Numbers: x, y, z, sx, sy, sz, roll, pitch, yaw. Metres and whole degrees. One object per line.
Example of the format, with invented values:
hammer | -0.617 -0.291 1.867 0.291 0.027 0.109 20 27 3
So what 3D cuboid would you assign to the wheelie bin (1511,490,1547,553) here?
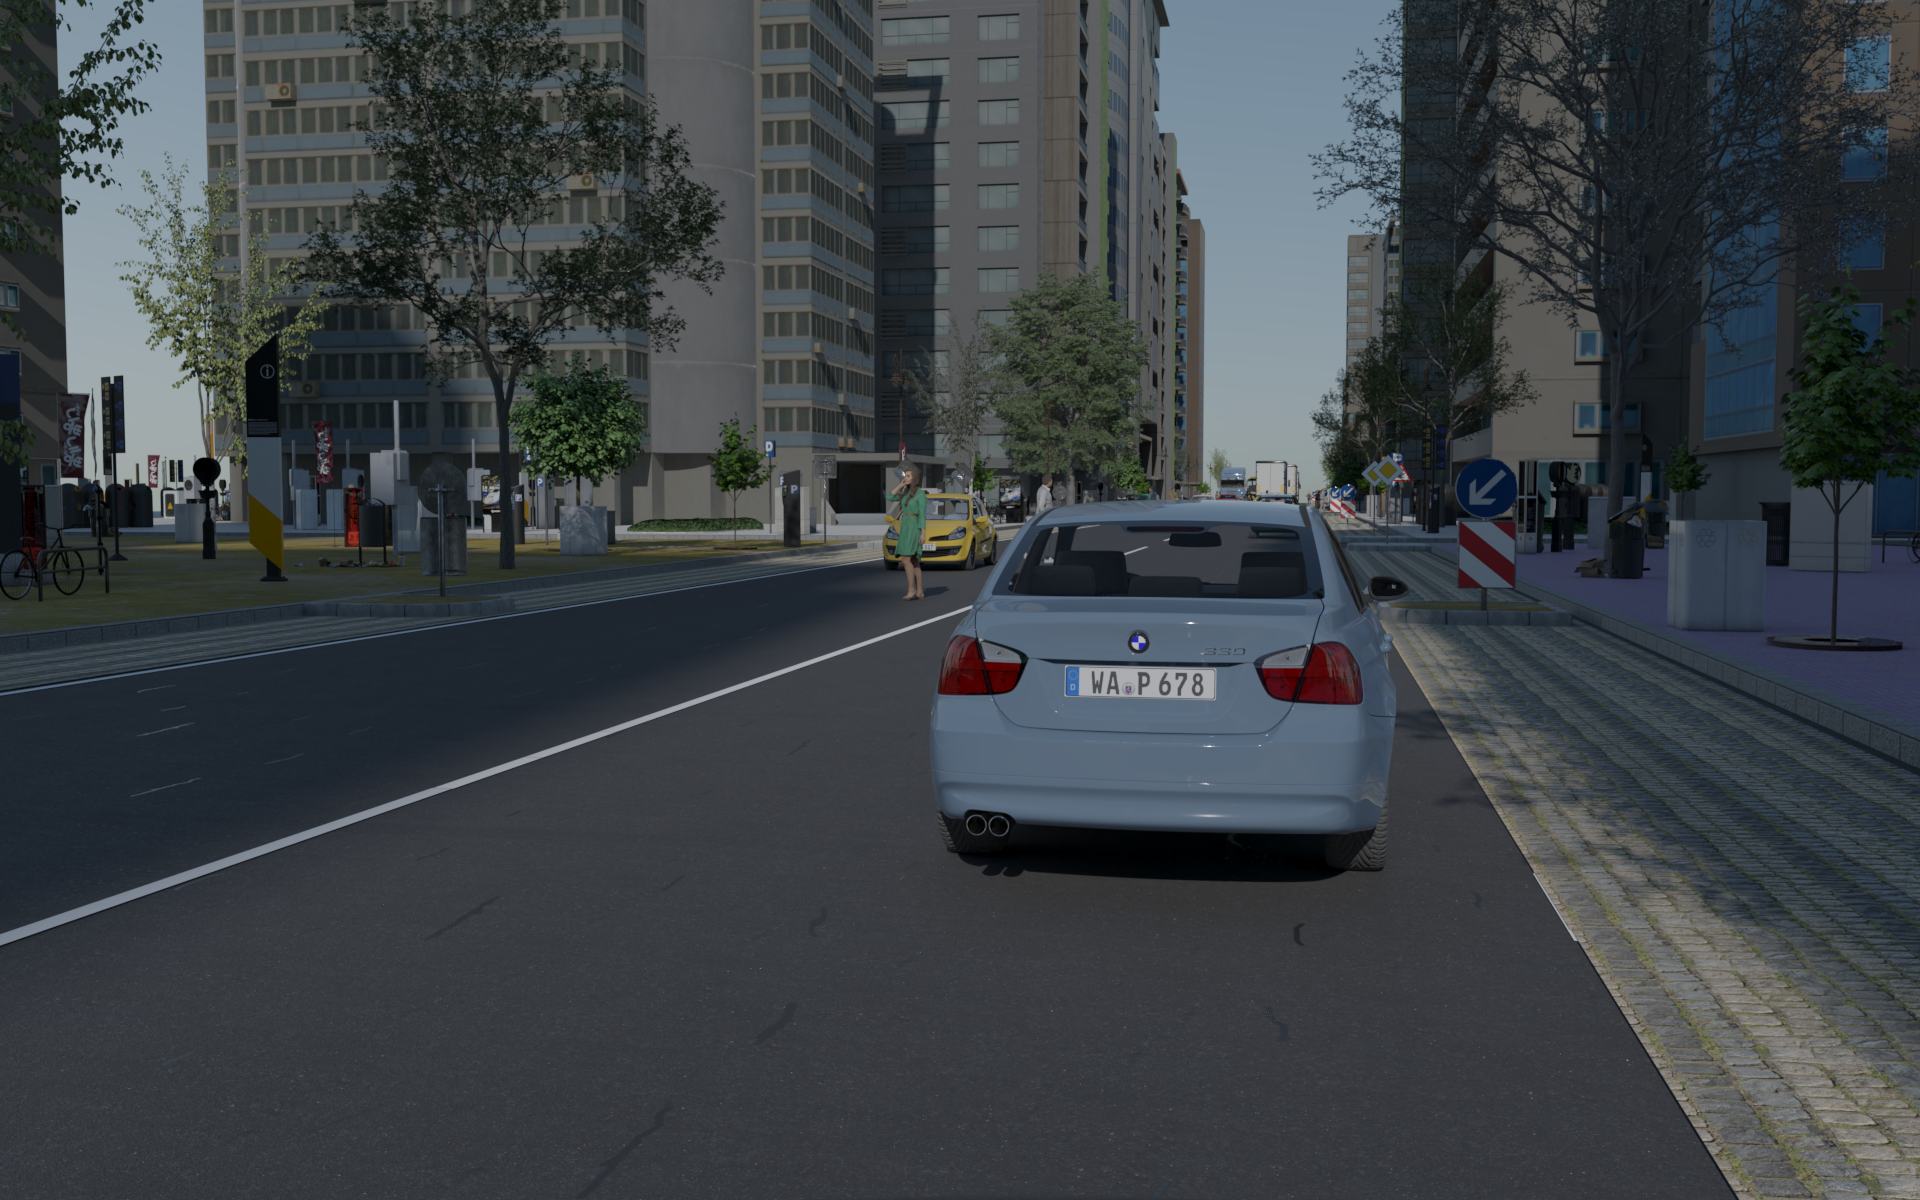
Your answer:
wheelie bin | 12.445 -1.837 37.945 0.693 1.594 0.980 0 4 7

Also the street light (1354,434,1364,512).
street light | 28.814 -9.292 124.716 0.468 5.910 1.993 1 4 11

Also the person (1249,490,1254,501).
person | 26.030 -8.954 154.902 0.705 1.822 1.348 1 4 21

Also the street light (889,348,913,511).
street light | -1.871 -5.031 55.039 0.468 5.910 1.993 1 4 11

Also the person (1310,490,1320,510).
person | 26.443 -7.311 128.554 1.217 1.766 0.721 -2 4 -30

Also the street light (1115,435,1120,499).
street light | 10.785 -8.961 119.303 0.468 5.910 1.993 1 4 11

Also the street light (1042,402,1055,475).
street light | 4.454 -7.010 87.406 0.468 5.910 1.993 1 4 11

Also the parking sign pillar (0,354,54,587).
parking sign pillar | -13.632 -2.198 24.404 1.447 3.967 1.447 -3 5 -40

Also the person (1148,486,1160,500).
person | 9.656 -4.832 87.493 0.794 1.824 0.713 -2 4 -27

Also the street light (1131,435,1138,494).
street light | 13.210 -9.705 131.460 0.468 5.910 1.993 1 4 11

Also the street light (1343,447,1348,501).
street light | 37.122 -11.873 166.919 0.468 5.910 1.993 1 4 11

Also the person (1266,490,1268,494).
person | 23.592 -7.558 132.788 1.217 1.736 0.721 3 5 44

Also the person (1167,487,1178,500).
person | 12.491 -5.679 101.268 0.656 1.842 0.836 -1 4 -22

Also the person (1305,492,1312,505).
person | 44.363 -12.947 220.712 0.750 1.759 0.617 -3 4 -36

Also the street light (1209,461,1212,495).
street light | 35.221 -16.567 243.658 0.468 5.910 1.993 1 4 11

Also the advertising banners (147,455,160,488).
advertising banners | -36.491 -4.924 76.698 2.074 3.025 0.090 -3 4 -38

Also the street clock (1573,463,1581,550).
street clock | 14.020 -2.158 39.854 0.471 2.002 0.358 -2 4 -24

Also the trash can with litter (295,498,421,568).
trash can with litter | -10.720 -1.206 30.776 2.233 1.210 1.678 1 4 16

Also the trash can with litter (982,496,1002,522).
trash can with litter | 1.086 -4.231 80.231 1.678 1.210 2.233 -2 4 -34

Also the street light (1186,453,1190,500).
street light | 25.756 -13.610 195.314 0.468 5.910 1.993 1 4 11

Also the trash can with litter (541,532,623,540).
trash can with litter | -10.471 -2.286 48.427 2.233 1.210 1.678 2 4 28

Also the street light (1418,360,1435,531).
street light | 16.100 -5.329 59.914 0.468 5.910 1.993 1 4 11

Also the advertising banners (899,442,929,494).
advertising banners | -1.542 -3.747 57.453 0.090 3.025 2.074 -2 4 -29

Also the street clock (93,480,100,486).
street clock | -47.058 -5.487 94.280 0.358 2.002 0.471 -2 4 -28

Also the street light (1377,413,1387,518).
street light | 22.542 -7.331 92.650 0.468 5.910 1.993 1 4 11

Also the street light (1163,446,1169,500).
street light | 19.412 -11.659 163.419 0.468 5.910 1.993 1 4 11

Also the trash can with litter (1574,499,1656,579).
trash can with litter | 9.932 -0.920 26.430 1.055 1.170 0.624 3 5 39

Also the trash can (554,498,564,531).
trash can | -13.906 -3.018 60.995 0.748 1.137 0.748 0 3 0

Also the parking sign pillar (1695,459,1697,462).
parking sign pillar | 29.874 -4.916 68.848 1.447 3.967 1.447 1 4 18

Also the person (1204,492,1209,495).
person | 28.583 -11.711 200.782 0.742 1.727 0.445 2 4 27

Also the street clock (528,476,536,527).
street clock | -16.821 -3.893 68.227 0.471 2.002 0.358 -2 4 -28

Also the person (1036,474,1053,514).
person | 1.671 -1.696 36.068 0.795 1.843 0.661 0 4 3

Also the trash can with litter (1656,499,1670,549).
trash can with litter | 16.462 -1.803 40.860 0.624 1.170 1.055 1 4 17

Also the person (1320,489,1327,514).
person | 26.095 -7.070 124.289 0.583 1.804 0.606 1 4 19

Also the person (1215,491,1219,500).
person | 32.786 -12.978 220.693 0.705 1.824 1.348 -1 4 -16

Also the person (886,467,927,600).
person | -0.632 -0.896 23.395 0.600 1.795 0.529 3 5 39

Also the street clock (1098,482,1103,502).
street clock | 8.644 -6.240 106.595 0.358 2.002 0.471 1 4 22

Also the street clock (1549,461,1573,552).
street clock | 13.174 -2.057 38.196 0.358 2.002 0.471 3 5 43

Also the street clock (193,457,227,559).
street clock | -14.800 -1.805 34.083 0.471 2.002 0.358 0 4 -2

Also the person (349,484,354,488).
person | -18.470 -2.689 53.130 0.598 1.740 0.731 0 4 -3

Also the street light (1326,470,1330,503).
street light | 59.689 -18.895 281.720 0.468 5.910 1.993 1 4 11

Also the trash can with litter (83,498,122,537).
trash can with litter | -25.607 -2.470 51.773 0.624 1.170 1.055 1 4 11

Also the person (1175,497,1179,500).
person | 8.347 -3.298 66.695 0.640 1.303 0.475 3 5 44

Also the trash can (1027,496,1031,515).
trash can | 3.904 -5.700 104.853 0.748 1.137 0.748 0 3 0

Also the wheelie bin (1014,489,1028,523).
wheelie bin | 2.611 -4.237 77.177 0.693 1.594 0.980 1 4 15

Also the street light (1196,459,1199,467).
street light | 28.967 -14.615 211.746 0.468 5.910 1.993 1 4 11

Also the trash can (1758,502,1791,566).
trash can | 14.631 -1.177 30.898 0.748 1.137 0.748 0 3 0
